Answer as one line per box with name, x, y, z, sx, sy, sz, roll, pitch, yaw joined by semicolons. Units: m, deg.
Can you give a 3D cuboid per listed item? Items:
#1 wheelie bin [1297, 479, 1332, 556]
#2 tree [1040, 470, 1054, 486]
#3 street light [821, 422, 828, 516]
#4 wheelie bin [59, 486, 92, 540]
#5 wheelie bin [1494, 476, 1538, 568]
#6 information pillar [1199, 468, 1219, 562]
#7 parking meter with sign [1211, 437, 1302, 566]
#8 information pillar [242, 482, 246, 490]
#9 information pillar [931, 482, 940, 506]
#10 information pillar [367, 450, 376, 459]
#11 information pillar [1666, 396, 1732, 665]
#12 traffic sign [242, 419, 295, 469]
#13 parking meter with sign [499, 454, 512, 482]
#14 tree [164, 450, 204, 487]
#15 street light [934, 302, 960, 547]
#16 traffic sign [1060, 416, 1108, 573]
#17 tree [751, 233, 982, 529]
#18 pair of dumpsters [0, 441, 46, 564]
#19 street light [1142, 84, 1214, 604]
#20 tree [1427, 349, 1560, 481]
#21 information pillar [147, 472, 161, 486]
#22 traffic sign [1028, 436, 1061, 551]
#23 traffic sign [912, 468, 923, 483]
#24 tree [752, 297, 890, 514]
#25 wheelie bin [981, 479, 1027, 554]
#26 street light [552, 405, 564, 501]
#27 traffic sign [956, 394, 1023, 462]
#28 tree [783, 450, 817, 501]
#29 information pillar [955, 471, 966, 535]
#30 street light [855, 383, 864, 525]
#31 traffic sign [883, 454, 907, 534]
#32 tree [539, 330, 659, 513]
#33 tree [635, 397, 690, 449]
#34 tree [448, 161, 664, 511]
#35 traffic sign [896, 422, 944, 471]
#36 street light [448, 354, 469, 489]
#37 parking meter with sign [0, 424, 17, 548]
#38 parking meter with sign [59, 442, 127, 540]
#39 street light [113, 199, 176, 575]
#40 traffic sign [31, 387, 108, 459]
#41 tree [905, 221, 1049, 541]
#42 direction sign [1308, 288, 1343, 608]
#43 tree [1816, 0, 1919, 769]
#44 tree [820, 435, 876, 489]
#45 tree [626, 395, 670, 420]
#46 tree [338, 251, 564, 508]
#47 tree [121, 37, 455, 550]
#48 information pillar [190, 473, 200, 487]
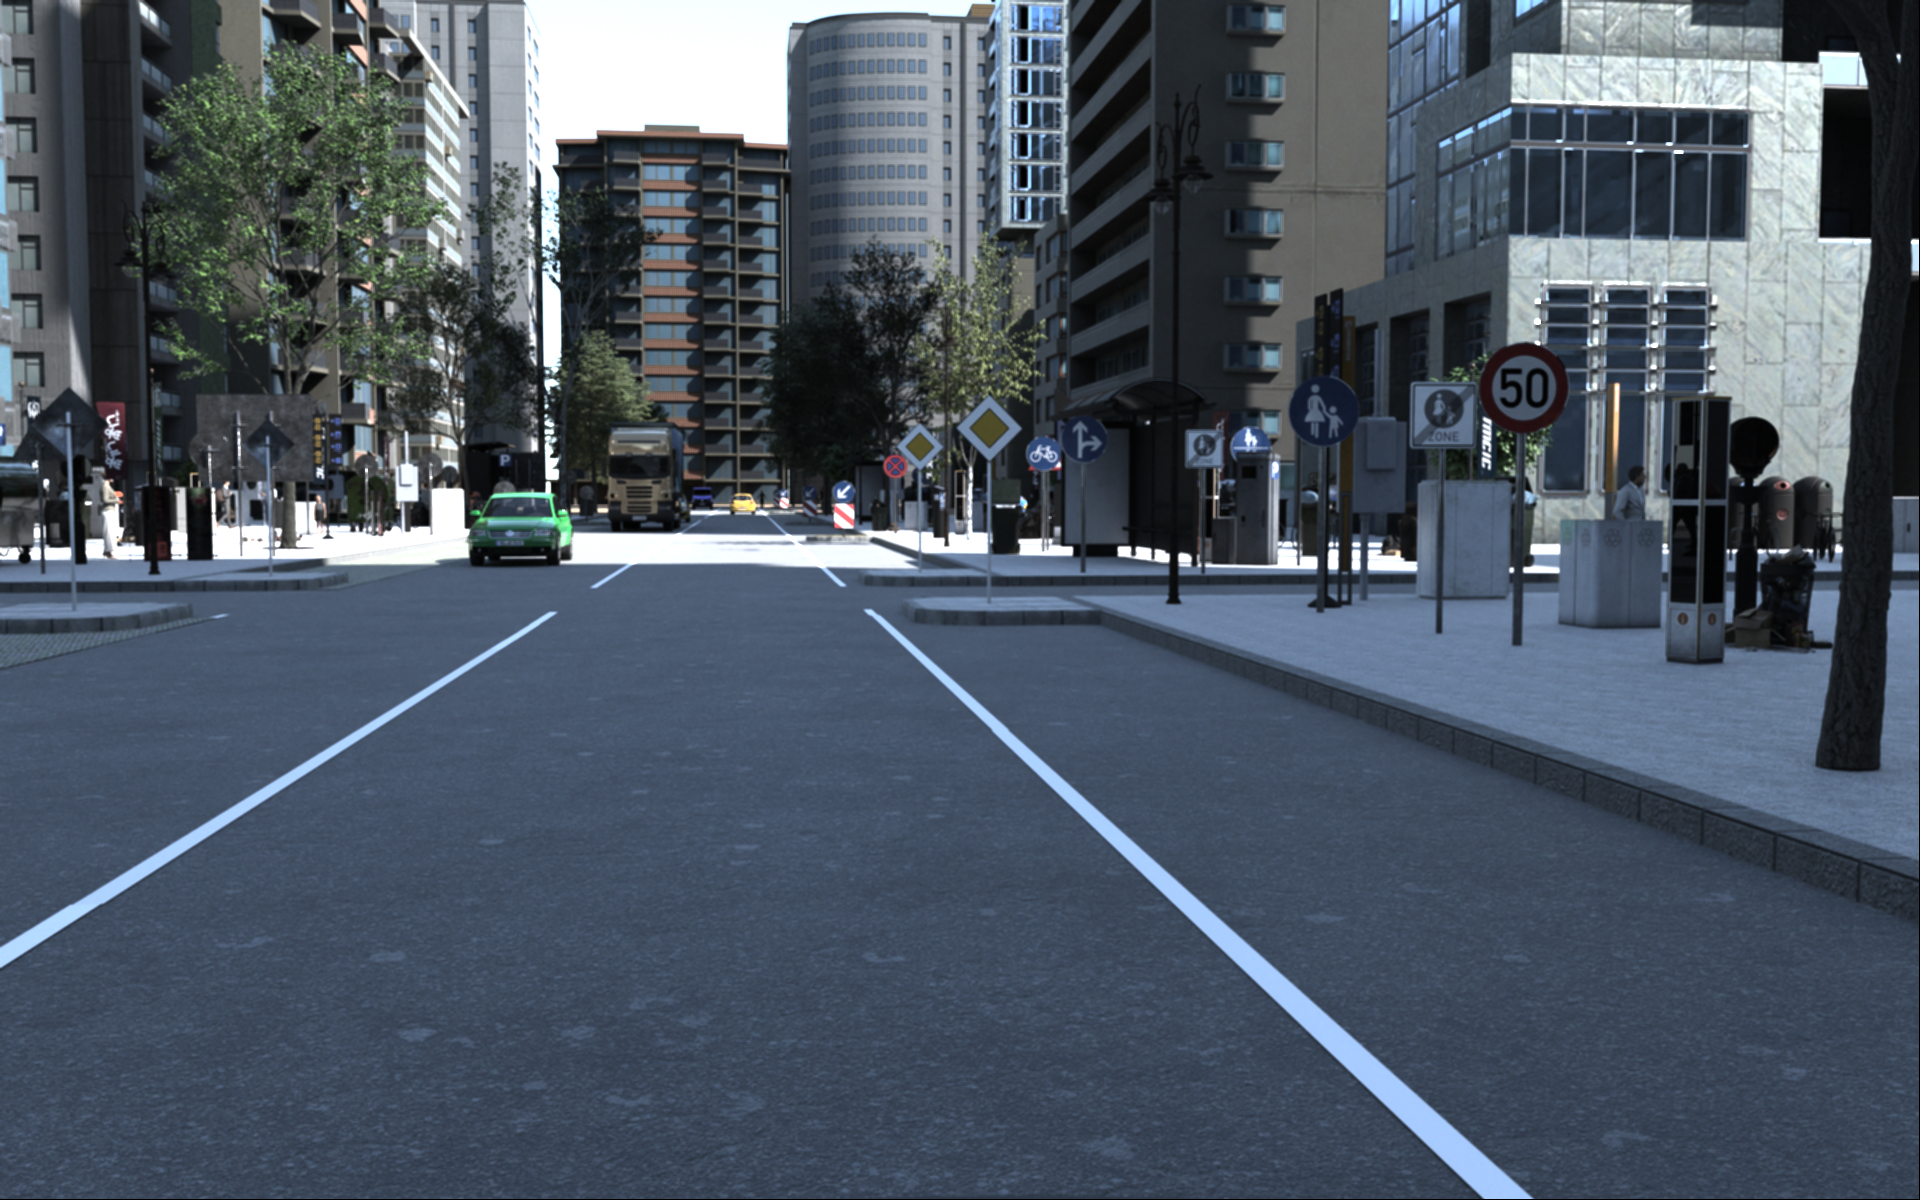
wheelie bin;7.323;-1.703;35.756;0.693;1.594;0.980;1;4;13
tree;4.357;-4.649;70.608;1.663;3.219;1.824;0;3;0
street light;-7.901;-7.913;102.161;0.468;5.910;1.993;0;4;-7
wheelie bin;-24.582;-2.461;48.149;0.693;1.594;0.980;-1;4;-9
wheelie bin;9.674;-1.375;30.384;0.693;1.594;0.980;-3;5;-42
information pillar;4.680;-1.717;32.565;0.304;2.012;0.304;2;4;24
parking meter with sign;5.384;-2.143;31.298;1.738;3.016;0.543;3;4;38
information pillar;-31.340;-5.177;76.003;0.504;3.616;0.183;3;4;38
information pillar;-1.098;-4.524;78.463;0.304;2.012;0.304;1;4;22
information pillar;-31.476;-6.199;92.704;0.504;3.616;0.183;1;4;18
information pillar;5.607;-0.530;13.156;0.304;2.012;0.304;-2;4;-28
traffic sign;-10.748;-1.512;26.919;0.795;2.593;0.064;0;4;-7
parking meter with sign;-19.971;-4.882;76.082;0.543;3.016;1.738;-1;4;-15
tree;-33.866;-4.992;76.226;1.663;3.219;1.824;0;3;0
street light;-0.322;-4.229;41.937;0.468;5.910;1.993;0;4;-7
traffic sign;2.015;-1.721;28.245;0.768;2.556;0.104;0;4;-1
tree;-2.907;-7.870;63.082;8.767;10.594;7.601;3;5;41
pair of dumpsters;-17.365;-1.668;29.761;1.574;2.255;4.437;0;4;-7
street light;2.502;-2.894;20.106;0.468;5.910;1.993;0;4;-7
tree;11.957;-3.416;39.559;4.285;4.588;4.351;0;3;0
information pillar;-26.929;-3.267;57.903;0.304;2.012;0.304;2;4;25
traffic sign;1.964;-2.369;38.743;0.884;2.594;0.081;0;4;-4
traffic sign;-1.883;-4.982;81.567;0.768;2.556;0.104;0;4;-1
tree;-8.484;-12.512;111.227;9.857;13.997;8.962;0;3;0
wheelie bin;0.940;-1.784;37.081;0.980;1.594;0.693;0;4;1
street light;-20.367;-7.041;87.913;0.468;5.910;1.993;0;4;-7
traffic sign;0.362;-1.104;20.236;0.795;2.593;0.064;0;4;-7
tree;-14.907;-13.106;164.639;4.360;8.622;3.978;0;3;0
information pillar;0.013;-3.060;54.524;0.304;2.012;0.304;1;4;10
street light;-4.158;-6.085;72.279;0.468;5.910;1.993;0;4;-7
traffic sign;-2.069;-3.393;55.589;0.768;2.556;0.104;0;4;0
tree;-25.611;-12.324;119.623;7.486;12.596;7.792;0;3;0
tree;-30.543;-14.234;167.141;7.601;10.594;8.767;3;5;39
tree;-23.813;-14.911;99.682;12.611;20.169;13.585;0;3;0
traffic sign;-0.630;-1.588;28.160;0.795;2.593;0.064;0;4;-7
street light;-16.627;-5.181;57.497;0.468;5.910;1.993;0;4;-7
parking meter with sign;-23.283;-2.803;42.093;0.543;3.016;1.738;-3;5;-40
parking meter with sign;-24.502;-3.221;48.920;1.738;3.016;0.543;-1;4;-8
street light;-12.882;-3.347;27.518;0.468;5.910;1.993;0;4;-7
traffic sign;-9.756;-1.028;18.995;0.795;2.593;0.064;0;4;-7
tree;0.314;-5.953;47.699;4.737;8.622;4.395;0;3;0
direction sign;4.144;-1.687;19.574;0.379;3.537;0.876;0;4;-7
tree;4.510;-4.486;7.751;7.601;10.594;8.767;0;4;7
tree;-6.135;-6.912;96.722;4.285;4.588;4.351;0;3;0
tree;-33.012;-15.417;177.827;9.928;11.665;9.643;0;3;0
tree;-19.062;-8.075;66.442;7.601;10.594;8.767;3;5;41
tree;-15.501;-6.984;39.937;9.928;11.665;9.643;0;3;0
information pillar;-27.129;-3.484;61.460;0.304;2.012;0.304;-2;4;-28
